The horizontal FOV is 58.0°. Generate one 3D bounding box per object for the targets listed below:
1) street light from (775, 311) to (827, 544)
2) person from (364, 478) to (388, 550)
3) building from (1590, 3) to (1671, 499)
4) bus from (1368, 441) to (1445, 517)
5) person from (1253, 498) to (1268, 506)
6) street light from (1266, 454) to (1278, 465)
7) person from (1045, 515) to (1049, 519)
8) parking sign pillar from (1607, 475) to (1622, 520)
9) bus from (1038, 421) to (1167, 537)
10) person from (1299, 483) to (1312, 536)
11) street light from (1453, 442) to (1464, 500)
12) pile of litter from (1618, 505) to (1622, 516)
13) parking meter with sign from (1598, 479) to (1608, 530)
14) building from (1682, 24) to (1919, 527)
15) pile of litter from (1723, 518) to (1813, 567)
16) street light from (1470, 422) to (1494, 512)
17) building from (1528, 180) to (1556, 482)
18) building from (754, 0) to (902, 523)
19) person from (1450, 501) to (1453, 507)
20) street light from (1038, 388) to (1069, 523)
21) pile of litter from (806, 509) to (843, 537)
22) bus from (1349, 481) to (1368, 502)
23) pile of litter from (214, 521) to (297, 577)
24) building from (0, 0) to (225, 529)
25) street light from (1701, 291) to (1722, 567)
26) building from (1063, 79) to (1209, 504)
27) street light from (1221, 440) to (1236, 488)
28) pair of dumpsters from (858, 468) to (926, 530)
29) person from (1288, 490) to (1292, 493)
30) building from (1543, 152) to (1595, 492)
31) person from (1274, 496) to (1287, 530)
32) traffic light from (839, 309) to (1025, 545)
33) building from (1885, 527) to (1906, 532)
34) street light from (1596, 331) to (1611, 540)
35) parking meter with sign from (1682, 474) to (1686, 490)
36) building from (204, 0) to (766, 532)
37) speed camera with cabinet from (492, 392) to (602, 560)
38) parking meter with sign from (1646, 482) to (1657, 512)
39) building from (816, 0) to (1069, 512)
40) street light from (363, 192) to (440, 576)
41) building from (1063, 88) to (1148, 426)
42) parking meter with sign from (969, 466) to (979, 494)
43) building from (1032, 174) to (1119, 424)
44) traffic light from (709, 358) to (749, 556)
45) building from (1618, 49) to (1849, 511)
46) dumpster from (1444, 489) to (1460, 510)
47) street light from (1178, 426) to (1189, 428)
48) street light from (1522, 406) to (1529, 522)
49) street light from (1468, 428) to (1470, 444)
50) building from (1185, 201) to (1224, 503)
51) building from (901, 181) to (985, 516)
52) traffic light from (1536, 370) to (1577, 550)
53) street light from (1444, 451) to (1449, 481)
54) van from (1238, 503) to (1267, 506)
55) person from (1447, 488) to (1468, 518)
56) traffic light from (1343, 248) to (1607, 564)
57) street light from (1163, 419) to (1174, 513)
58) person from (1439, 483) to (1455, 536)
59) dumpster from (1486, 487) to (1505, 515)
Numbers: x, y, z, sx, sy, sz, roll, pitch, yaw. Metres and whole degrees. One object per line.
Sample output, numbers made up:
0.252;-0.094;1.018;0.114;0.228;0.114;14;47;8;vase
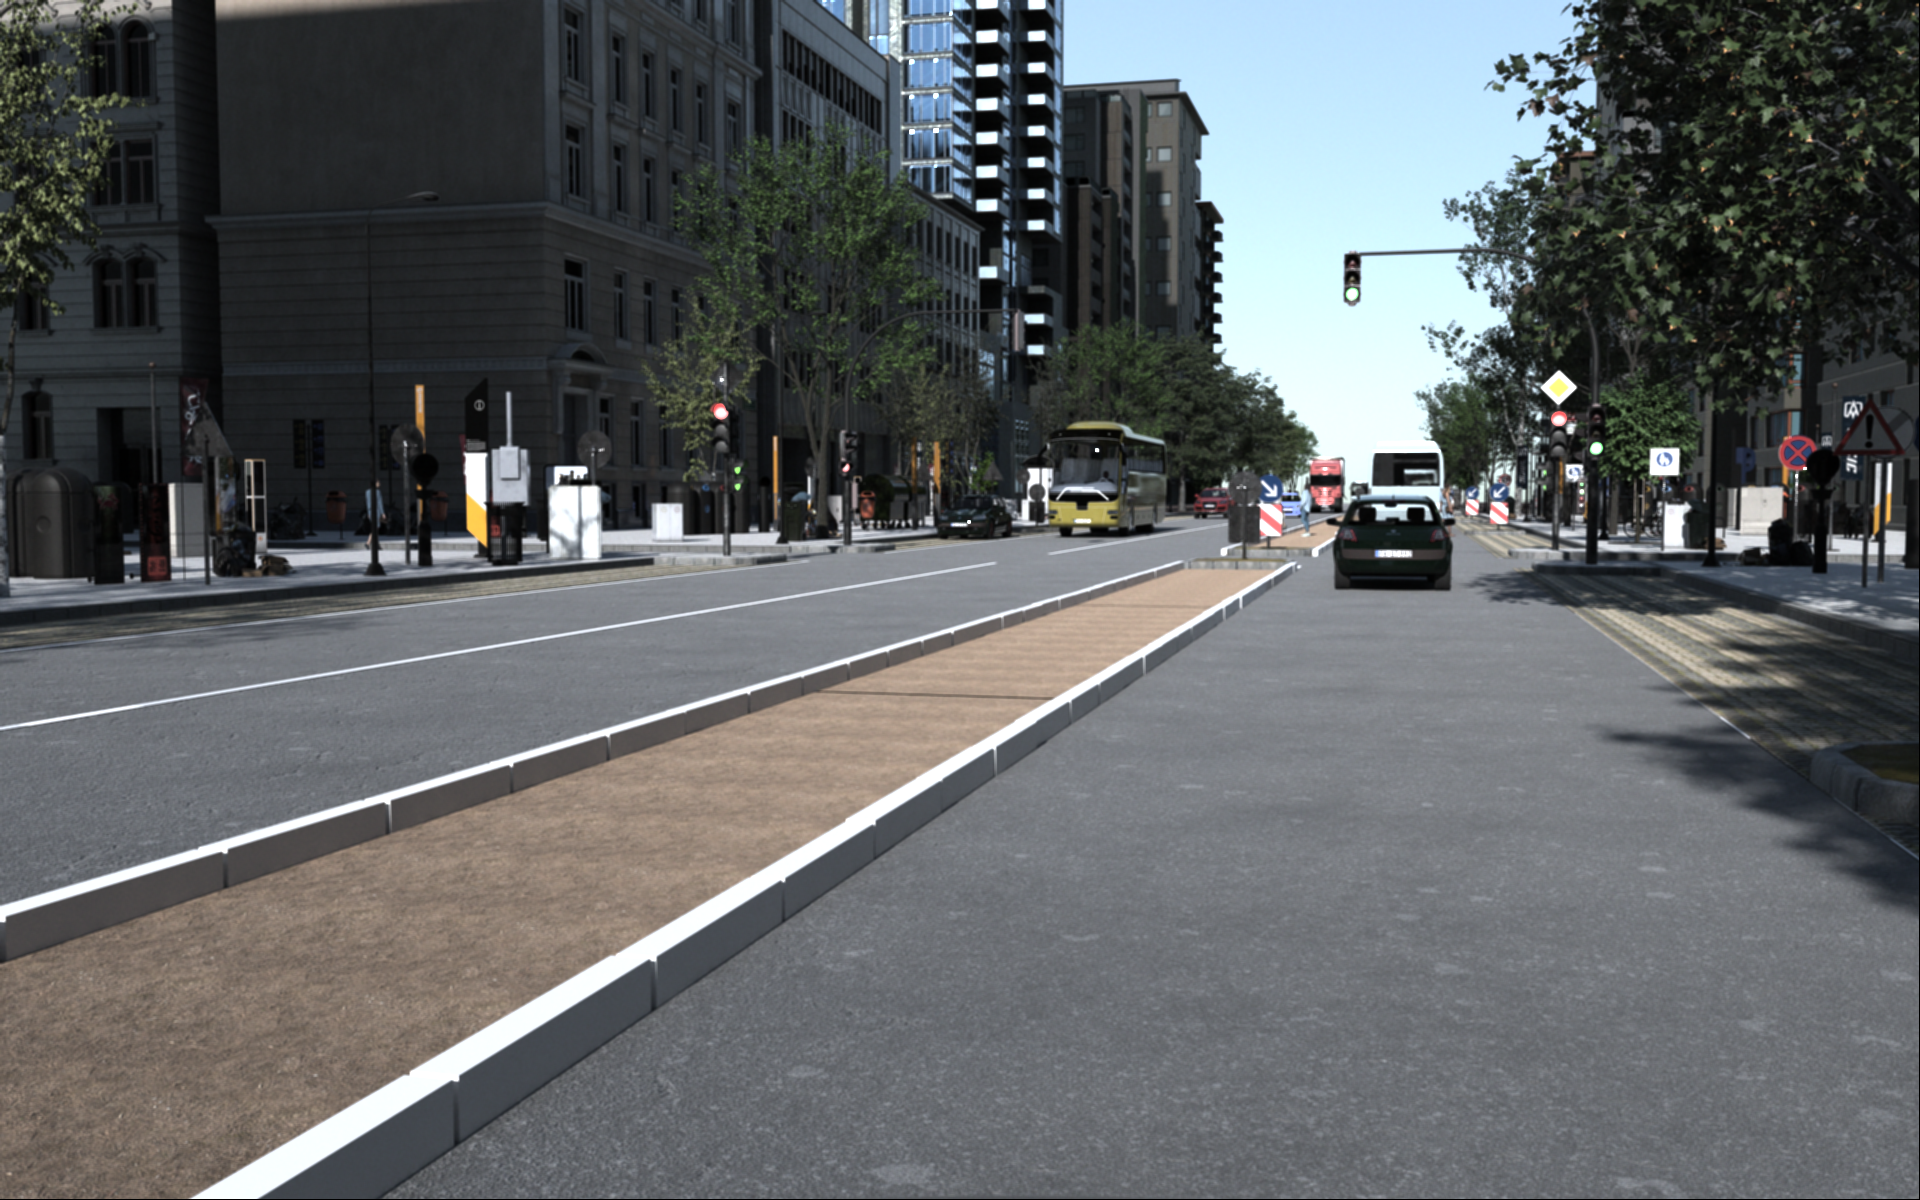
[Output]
-4.052;-4.386;44.250;1.470;5.913;1.316;1;4;14;street light
-14.624;-2.120;43.188;0.581;1.822;0.654;3;5;42;person
71.932;-34.561;154.315;28.713;52.752;27.495;1;4;14;building
17.323;-4.416;67.060;2.948;3.499;13.247;1;4;15;bus
12.809;-3.969;73.746;0.623;1.781;0.721;-2;4;-25;person
35.732;-13.841;198.842;1.470;5.913;1.316;1;4;14;street light
3.990;-3.517;71.494;0.738;1.151;1.012;-1;4;-19;person
32.797;-6.039;87.205;1.447;3.967;1.447;2;4;27;parking sign pillar
5.368;-4.299;61.827;2.896;3.916;12.252;1;4;14;bus
11.714;-3.046;58.566;0.793;1.790;0.793;0;4;0;person
44.735;-11.069;153.517;1.470;5.913;1.316;1;4;14;street light
36.997;-4.990;95.548;1.176;0.858;1.719;-2;4;-29;pile of litter
23.228;-4.074;62.867;0.543;3.016;1.738;2;4;31;parking meter with sign
53.069;-14.736;85.971;27.650;21.520;28.899;1;4;14;building
14.581;-1.052;31.161;1.719;0.858;1.176;1;4;9;pile of litter
33.827;-8.515;111.767;1.470;5.913;1.316;1;4;14;street light
93.074;-38.184;243.919;23.786;49.044;30.456;1;4;14;building
-11.537;-16.480;87.477;12.078;24.808;19.932;1;4;14;building
26.484;-4.919;93.601;0.352;1.250;0.332;1;4;17;person
4.066;-6.319;75.859;1.470;5.913;1.316;1;4;14;street light
-4.212;-2.338;52.195;1.176;0.858;1.719;-2;4;-29;pile of litter
55.252;-14.921;238.818;2.948;3.499;13.247;1;4;13;bus
-11.135;-0.828;27.501;1.176;0.858;1.719;1;4;20;pile of litter
-36.558;-17.234;69.158;23.554;28.519;14.401;1;4;14;building
12.766;-3.551;30.596;1.470;5.913;1.316;1;4;14;street light
16.861;-39.041;227.561;28.713;52.752;27.495;1;4;14;building
23.135;-10.842;149.811;1.470;5.913;1.316;1;4;14;street light
-2.558;-3.773;64.175;1.574;2.255;4.437;1;4;14;pair of dumpsters
22.460;-6.685;118.618;0.721;1.723;1.217;2;4;25;person
84.942;-34.309;215.569;22.147;44.769;28.867;1;4;14;building
12.573;-3.633;68.244;0.624;1.780;0.694;2;4;28;person
-0.774;-4.185;43.100;4.771;5.953;1.251;1;4;14;traffic light
46.333;-12.844;55.045;28.899;21.520;27.650;1;4;14;building
17.435;-4.632;48.268;1.470;5.913;1.316;1;4;14;street light
45.038;-6.796;107.382;0.543;3.016;1.738;3;4;36;parking meter with sign
-17.300;-17.252;67.982;13.634;28.700;20.117;1;4;14;building
-8.070;-2.419;33.881;2.038;3.252;0.660;-1;4;-8;speed camera with cabinet
42.445;-6.816;107.699;1.738;3.016;0.543;2;4;25;parking meter with sign
-3.283;-50.347;135.840;22.319;86.520;31.000;1;4;14;building
-8.685;-3.328;26.950;1.470;5.913;1.316;1;4;14;street light
10.491;-29.838;171.452;14.154;41.232;14.086;1;4;14;building
1.271;-6.777;107.056;0.543;3.016;1.738;-2;4;-34;parking meter with sign
6.426;-23.645;158.297;14.160;30.474;14.107;1;4;14;building
-4.824;-2.871;35.860;0.839;4.253;0.868;1;4;14;traffic light
67.273;-26.757;129.359;32.217;40.220;23.993;1;4;14;building
39.061;-7.970;138.532;1.865;1.857;1.264;1;4;16;dumpster
14.947;-8.918;118.352;1.470;5.913;1.316;1;4;14;street light
25.612;-6.565;79.883;1.470;5.913;1.316;1;4;14;street light
36.477;-9.141;121.989;1.470;5.913;1.316;1;4;14;street light
26.662;-36.679;254.329;22.147;44.769;28.867;1;4;14;building
-5.370;-15.691;105.692;9.793;20.994;18.267;1;4;14;building
13.556;-3.086;39.379;0.839;4.253;0.868;1;4;14;traffic light
52.937;-13.025;185.497;1.470;5.913;1.316;1;4;14;street light
20.489;-6.988;121.260;2.013;2.044;4.112;1;4;16;van
29.793;-5.836;104.134;1.509;1.804;0.699;1;4;9;person
9.505;-3.509;32.033;4.771;5.953;1.251;1;4;14;traffic light
12.355;-8.273;107.800;1.470;5.913;1.316;1;4;14;street light
16.378;-3.048;58.429;0.778;1.811;0.616;0;4;-7;person
33.418;-6.241;107.794;1.264;1.857;1.865;1;4;14;dumpster
